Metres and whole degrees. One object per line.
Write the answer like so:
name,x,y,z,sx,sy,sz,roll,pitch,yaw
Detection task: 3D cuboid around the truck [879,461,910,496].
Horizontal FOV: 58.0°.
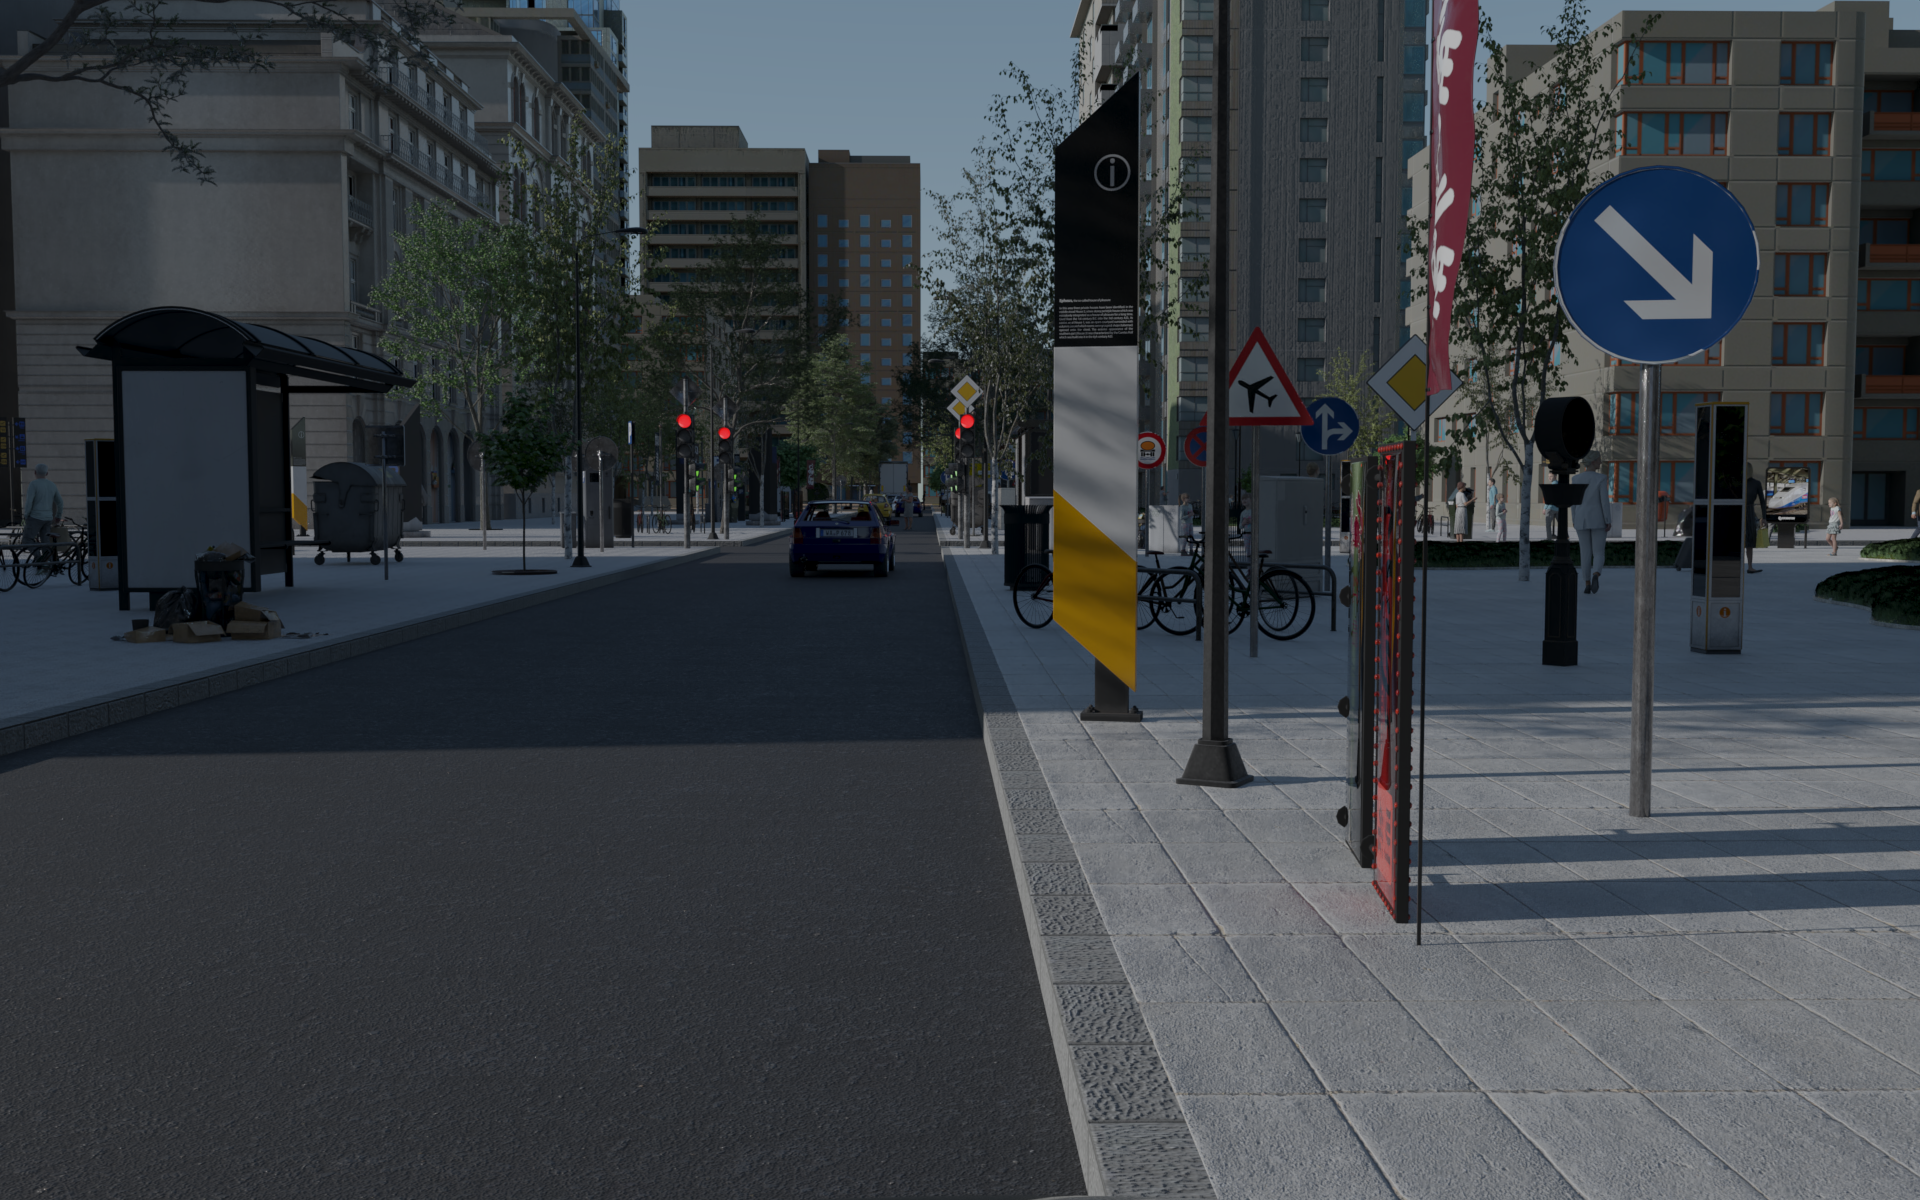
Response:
truck,-5.817,-10.029,152.892,2.839,4.237,11.283,0,4,-2

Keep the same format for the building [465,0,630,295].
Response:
building,-57.083,-56.076,229.515,31.000,86.520,22.319,0,4,-1

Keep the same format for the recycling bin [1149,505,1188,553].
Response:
recycling bin,4.592,-1.564,38.132,0.722,1.027,0.722,2,4,23

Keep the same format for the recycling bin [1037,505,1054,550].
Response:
recycling bin,2.125,-1.621,39.062,0.722,1.027,0.722,1,4,10

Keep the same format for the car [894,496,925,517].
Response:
car,-3.204,-5.899,109.022,1.945,1.354,3.894,0,4,0

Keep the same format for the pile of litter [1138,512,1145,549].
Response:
pile of litter,4.650,-1.656,41.044,1.176,0.858,1.719,2,4,30

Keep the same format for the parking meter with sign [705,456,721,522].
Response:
parking meter with sign,-11.211,-5.054,78.890,0.543,3.016,1.738,0,4,6

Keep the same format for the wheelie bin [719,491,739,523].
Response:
wheelie bin,-10.321,-4.252,77.421,0.980,1.594,0.693,2,4,29

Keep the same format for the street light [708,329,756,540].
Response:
street light,-6.440,-4.664,48.798,1.470,5.913,1.316,0,4,-1

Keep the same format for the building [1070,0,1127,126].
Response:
building,26.273,-35.641,171.972,28.713,52.752,27.495,0,4,-1

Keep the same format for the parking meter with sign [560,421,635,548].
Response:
parking meter with sign,-8.640,-2.753,41.270,1.738,3.016,0.543,-1,4,-18

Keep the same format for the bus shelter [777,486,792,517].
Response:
bus shelter,-10.366,-6.538,100.815,2.014,3.302,5.546,0,4,-1

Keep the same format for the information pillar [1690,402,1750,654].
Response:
information pillar,6.104,-0.577,13.932,0.304,2.012,0.304,0,4,-2

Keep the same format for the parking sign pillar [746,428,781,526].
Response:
parking sign pillar,-8.076,-5.046,70.969,1.447,3.967,1.447,3,5,42

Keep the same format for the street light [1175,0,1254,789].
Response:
street light,0.595,-2.141,7.539,1.470,5.913,1.316,0,4,-1

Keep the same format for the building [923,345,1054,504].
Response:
building,9.412,-23.911,235.991,28.899,21.520,27.650,0,4,-1

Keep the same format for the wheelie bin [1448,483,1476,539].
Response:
wheelie bin,14.296,-2.534,49.332,0.693,1.594,0.980,0,4,2

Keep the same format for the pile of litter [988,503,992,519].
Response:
pile of litter,1.746,-4.638,89.802,1.719,0.858,1.176,2,4,31

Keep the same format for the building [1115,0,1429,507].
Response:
building,24.612,-31.978,142.454,23.786,49.044,30.456,0,4,-1

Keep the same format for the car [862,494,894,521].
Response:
car,-4.457,-4.927,90.785,2.015,1.641,3.980,0,4,-1

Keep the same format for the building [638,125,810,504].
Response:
building,-30.335,-37.140,230.932,21.600,48.544,21.300,0,4,-1

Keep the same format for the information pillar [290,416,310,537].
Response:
information pillar,-19.890,-3.718,52.140,0.183,3.616,0.504,2,4,33

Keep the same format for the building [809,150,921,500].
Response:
building,-12.266,-35.360,228.249,14.200,45.320,14.600,0,4,-1

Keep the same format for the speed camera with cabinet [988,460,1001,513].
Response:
speed camera with cabinet,1.635,-6.419,99.290,0.660,3.252,2.038,2,4,29

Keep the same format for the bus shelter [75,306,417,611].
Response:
bus shelter,-8.530,-1.683,21.440,2.014,3.302,5.546,0,4,-1

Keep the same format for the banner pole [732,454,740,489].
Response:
banner pole,-12.328,-6.419,94.972,0.863,3.779,0.401,3,5,41

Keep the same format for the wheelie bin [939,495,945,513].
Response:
wheelie bin,-0.902,-6.552,115.027,0.980,1.594,0.693,0,4,6

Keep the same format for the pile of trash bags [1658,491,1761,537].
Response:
pile of trash bags,22.176,-2.581,51.946,3.447,1.369,1.912,-1,4,-16

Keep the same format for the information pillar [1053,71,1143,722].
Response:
information pillar,0.782,-1.125,9.756,0.504,3.616,0.183,1,4,11

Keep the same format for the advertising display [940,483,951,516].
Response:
advertising display,-0.678,-5.803,100.094,0.974,1.923,0.123,-2,4,-25

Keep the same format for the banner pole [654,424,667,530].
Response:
banner pole,-10.792,-4.408,62.087,0.401,3.779,0.863,1,4,9

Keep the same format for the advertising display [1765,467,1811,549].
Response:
advertising display,19.514,-2.180,40.859,0.974,1.923,0.123,3,4,38

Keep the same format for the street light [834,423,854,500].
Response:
street light,-7.635,-8.591,113.003,1.470,5.913,1.316,0,4,-1

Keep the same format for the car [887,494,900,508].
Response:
car,-5.083,-7.608,136.386,2.014,1.417,4.499,0,4,0

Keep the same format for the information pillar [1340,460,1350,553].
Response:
information pillar,8.427,-2.018,37.490,0.304,2.012,0.304,3,4,36

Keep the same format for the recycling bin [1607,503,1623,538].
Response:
recycling bin,18.962,-2.347,50.935,0.722,1.027,0.722,-1,4,-14

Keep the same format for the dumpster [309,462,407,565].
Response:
dumpster,-11.068,-1.597,31.874,1.264,1.857,1.865,0,4,-1

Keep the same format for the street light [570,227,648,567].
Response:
street light,-6.122,-3.531,30.266,1.470,5.913,1.316,0,4,-1

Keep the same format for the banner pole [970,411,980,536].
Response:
banner pole,0.411,-3.841,52.816,0.401,3.779,0.863,0,4,-1

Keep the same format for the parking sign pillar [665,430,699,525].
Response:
parking sign pillar,-11.773,-5.183,73.217,1.447,3.967,1.447,0,4,-7

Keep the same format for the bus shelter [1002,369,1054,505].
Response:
bus shelter,2.627,-4.600,52.837,2.179,5.291,8.768,0,4,-1

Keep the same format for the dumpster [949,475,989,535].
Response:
dumpster,0.280,-2.967,54.273,1.264,1.857,1.865,0,4,-1

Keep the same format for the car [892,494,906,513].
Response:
car,-4.149,-7.209,129.867,2.014,1.417,4.499,0,3,0

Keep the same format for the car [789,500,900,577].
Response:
car,-2.083,-1.146,31.316,1.945,1.354,3.894,0,4,0

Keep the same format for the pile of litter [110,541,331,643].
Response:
pile of litter,-6.561,-0.086,15.377,1.719,0.858,1.176,0,3,0

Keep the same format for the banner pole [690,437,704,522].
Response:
banner pole,-11.445,-5.236,75.619,0.863,3.779,0.401,-3,5,-42

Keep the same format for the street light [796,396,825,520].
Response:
street light,-7.009,-6.628,80.901,1.470,5.913,1.316,0,4,-1

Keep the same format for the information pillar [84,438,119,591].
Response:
information pillar,-11.373,-1.131,22.986,0.304,2.012,0.304,3,4,39

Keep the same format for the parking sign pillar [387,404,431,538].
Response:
parking sign pillar,-16.412,-3.833,51.141,1.447,3.967,1.447,1,4,10
